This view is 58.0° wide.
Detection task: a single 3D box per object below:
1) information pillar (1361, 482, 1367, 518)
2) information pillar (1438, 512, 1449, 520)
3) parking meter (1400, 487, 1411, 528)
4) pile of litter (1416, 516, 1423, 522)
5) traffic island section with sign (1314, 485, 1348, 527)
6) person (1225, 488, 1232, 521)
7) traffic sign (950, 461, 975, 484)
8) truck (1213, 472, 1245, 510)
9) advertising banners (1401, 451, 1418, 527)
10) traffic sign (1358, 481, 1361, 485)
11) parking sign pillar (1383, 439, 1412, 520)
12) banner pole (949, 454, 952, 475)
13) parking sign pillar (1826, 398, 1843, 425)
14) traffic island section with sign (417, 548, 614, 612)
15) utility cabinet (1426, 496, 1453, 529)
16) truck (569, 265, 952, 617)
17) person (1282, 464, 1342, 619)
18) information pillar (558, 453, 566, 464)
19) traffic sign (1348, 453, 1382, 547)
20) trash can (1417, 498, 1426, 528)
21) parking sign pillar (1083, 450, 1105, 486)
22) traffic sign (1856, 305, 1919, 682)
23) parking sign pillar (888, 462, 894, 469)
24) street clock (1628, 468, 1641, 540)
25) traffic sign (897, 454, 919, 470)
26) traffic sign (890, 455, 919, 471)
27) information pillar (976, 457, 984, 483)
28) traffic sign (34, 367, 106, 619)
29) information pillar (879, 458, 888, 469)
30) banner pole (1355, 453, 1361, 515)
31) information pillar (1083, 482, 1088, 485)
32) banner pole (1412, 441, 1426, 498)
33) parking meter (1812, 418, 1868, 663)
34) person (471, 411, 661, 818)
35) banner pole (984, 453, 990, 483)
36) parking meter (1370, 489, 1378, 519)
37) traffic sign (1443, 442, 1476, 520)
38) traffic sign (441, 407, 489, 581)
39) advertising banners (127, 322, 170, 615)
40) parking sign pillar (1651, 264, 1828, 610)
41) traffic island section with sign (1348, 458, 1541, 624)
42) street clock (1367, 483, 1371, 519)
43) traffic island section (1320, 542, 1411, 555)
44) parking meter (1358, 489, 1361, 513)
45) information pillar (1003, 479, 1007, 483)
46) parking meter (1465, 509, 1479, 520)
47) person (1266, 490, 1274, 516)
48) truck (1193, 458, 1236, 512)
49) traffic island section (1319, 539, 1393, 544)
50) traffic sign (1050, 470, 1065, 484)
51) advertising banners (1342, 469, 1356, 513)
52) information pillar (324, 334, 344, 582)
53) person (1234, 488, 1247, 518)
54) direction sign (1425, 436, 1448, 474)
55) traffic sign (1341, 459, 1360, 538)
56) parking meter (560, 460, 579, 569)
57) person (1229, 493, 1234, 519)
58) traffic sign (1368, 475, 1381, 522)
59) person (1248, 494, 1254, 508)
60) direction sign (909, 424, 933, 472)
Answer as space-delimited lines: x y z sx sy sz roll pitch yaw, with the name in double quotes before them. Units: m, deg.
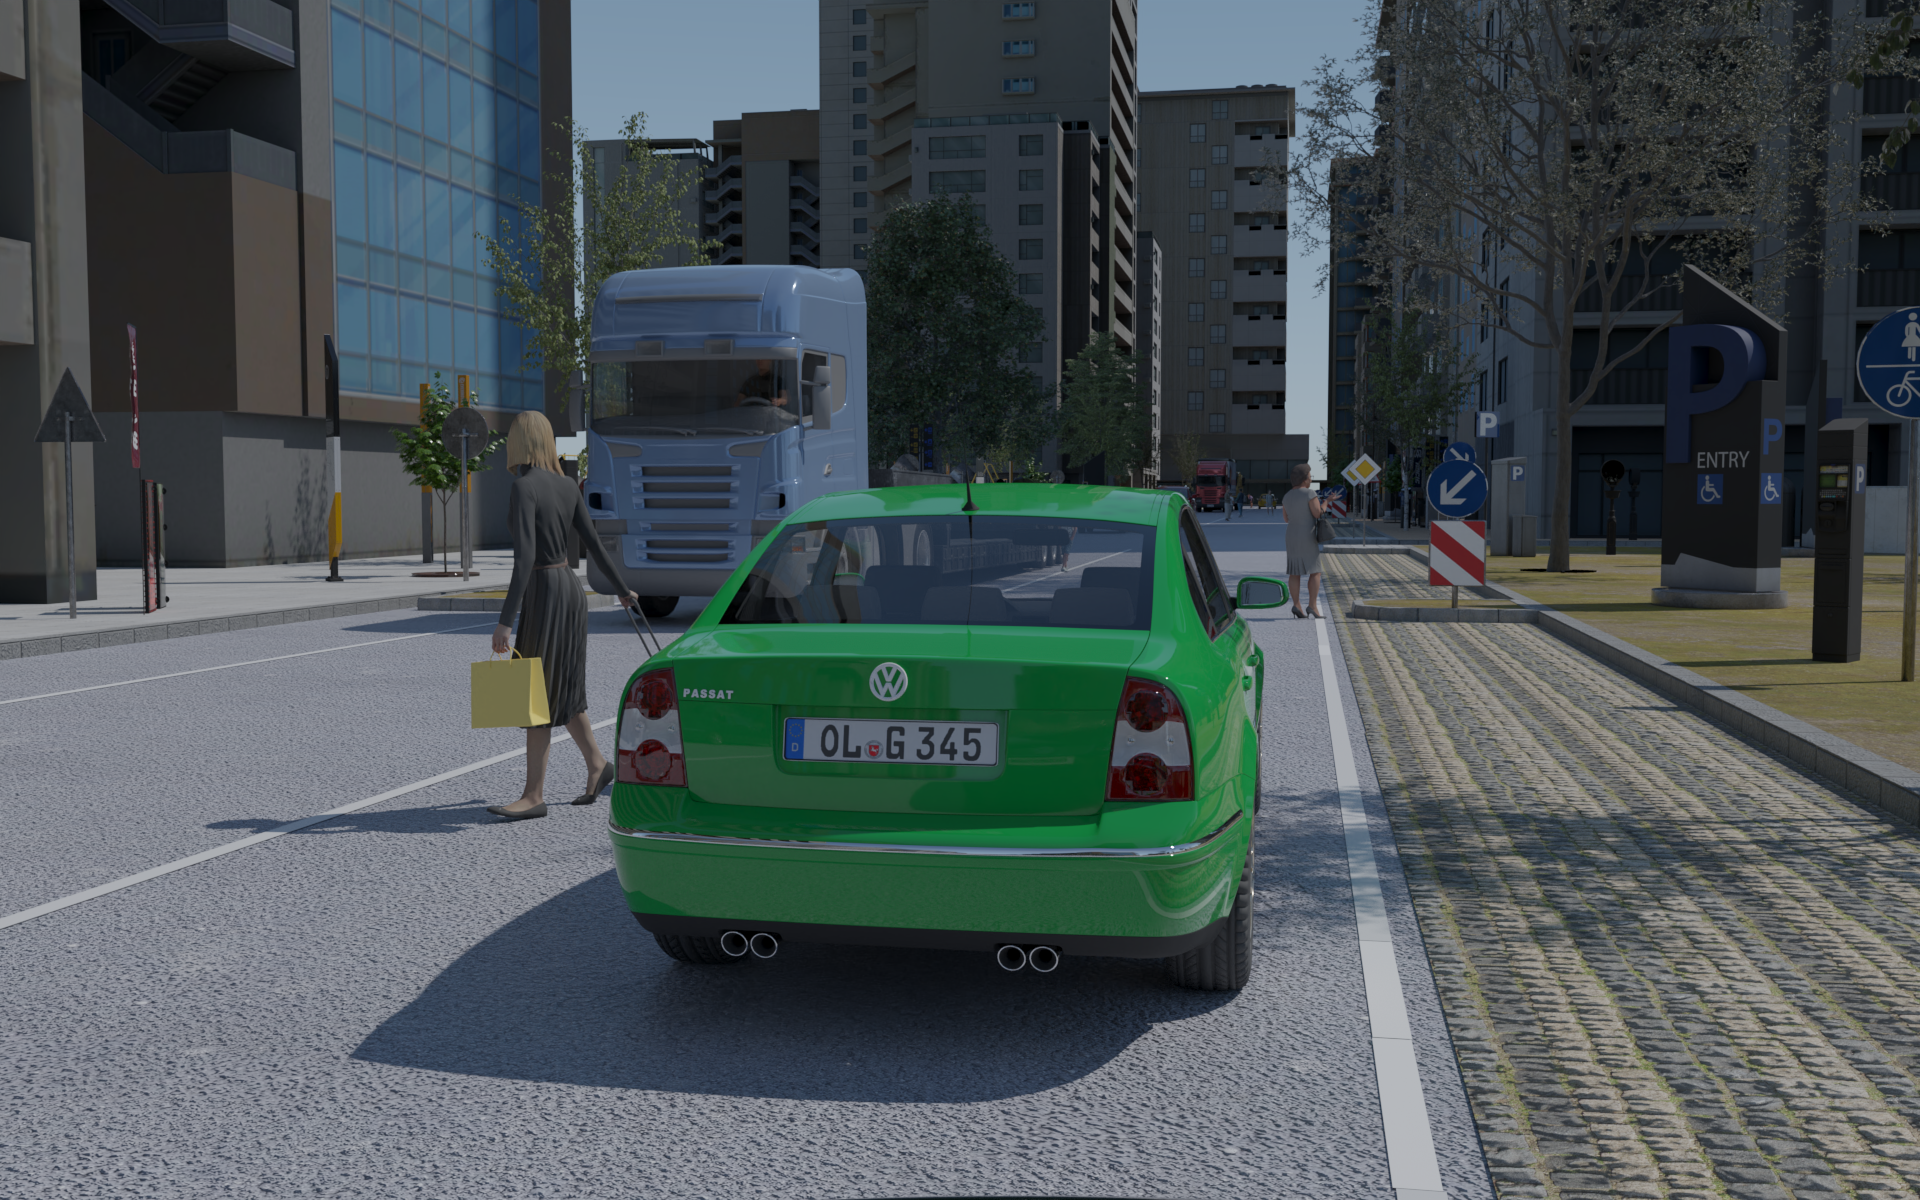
"information pillar" 21.832 -5.448 93.574 0.304 2.012 0.304 1 4 9
"information pillar" 14.240 -2.844 50.990 0.304 2.012 0.304 1 4 20
"parking meter" 16.690 -3.451 64.841 0.372 1.533 0.369 0 3 0
"pile of litter" 21.430 -4.005 79.452 1.176 0.858 1.719 3 5 40
"traffic island section with sign" 16.265 -4.055 74.920 1.989 1.847 2.006 1 4 11
"person" 14.172 -5.045 91.528 0.362 1.759 0.519 1 4 20
"traffic sign" 0.072 -2.978 52.325 0.795 2.450 0.064 1 4 11
"truck" 23.780 -9.696 154.450 3.469 3.379 9.791 1 4 11
"advertising banners" 17.913 -4.458 69.081 0.090 3.025 2.074 0 4 -2
"traffic sign" 23.581 -6.176 100.983 0.884 2.594 0.081 1 4 15
"parking sign pillar" 21.495 -5.899 84.924 1.447 3.967 1.447 -2 4 -27
"banner pole" -0.517 -6.429 95.123 0.401 3.779 0.863 1 4 11
"parking sign pillar" 17.600 -2.869 35.387 1.447 3.967 1.447 1 4 16
"traffic island section with sign" -5.521 -0.820 22.040 1.989 1.847 2.006 1 4 11
"utility cabinet" 17.695 -3.219 63.788 1.020 1.237 0.306 0 4 -2
"truck" -0.979 -2.254 26.613 2.967 4.110 18.799 1 4 13
"person" 4.061 -0.675 19.887 0.532 1.782 0.716 -3 4 -36
"information pillar" -22.512 -6.520 97.963 0.504 3.616 0.183 1 4 8
"traffic sign" 9.873 -2.362 42.268 0.795 2.450 0.064 1 4 11
"trash can" 17.750 -3.320 65.933 0.748 1.137 0.748 0 3 0
"parking sign pillar" 8.222 -7.219 106.503 1.447 3.967 1.447 0 4 -5
"traffic sign" 6.497 -0.715 11.795 0.768 2.556 0.104 1 4 19
"parking sign pillar" -4.181 -7.233 106.726 1.447 3.967 1.447 -1 4 -17
"street clock" 18.713 -2.662 48.098 0.358 2.002 0.471 1 4 9
"traffic sign" -1.680 -3.360 55.050 0.768 2.556 0.104 1 4 11
"traffic sign" -1.455 -2.498 44.487 0.795 2.450 0.064 1 4 11
"information pillar" 0.972 -5.744 85.268 0.183 3.616 0.504 3 5 43
"traffic sign" -9.129 -1.086 17.753 0.884 2.594 0.081 1 4 16
"information pillar" -3.230 -4.986 72.874 0.183 3.616 0.504 -3 5 -44
"banner pole" 24.532 -7.117 106.383 0.401 3.779 0.863 -1 4 -16
"information pillar" 7.497 -6.075 103.825 0.304 2.012 0.304 0 4 5
"banner pole" 21.711 -5.605 81.666 0.863 3.779 0.401 -1 4 -14
"parking meter" 6.738 -0.462 13.266 0.255 1.863 0.399 3 5 45
"person" -1.567 0.045 7.986 1.509 1.804 0.699 -3 4 -38
"banner pole" 1.558 -7.092 105.966 0.863 3.779 0.401 -2 4 -30
"parking meter" 21.164 -4.905 88.604 0.372 1.533 0.369 0 3 0
"traffic sign" 12.132 -2.569 42.108 0.768 2.556 0.104 1 4 13
"traffic sign" -7.264 -1.547 25.394 0.768 2.556 0.104 1 4 15
"advertising banners" -8.785 -1.378 18.724 0.090 3.025 2.074 -1 4 -17
"parking sign pillar" 8.723 -1.916 19.800 1.447 3.967 1.447 -2 4 -28
"traffic island section with sign" 5.594 -0.704 20.133 1.989 1.847 2.006 1 4 11
"street clock" 20.773 -5.092 87.829 0.358 2.002 0.471 1 4 11
"traffic island section" 9.898 -1.227 42.340 2.009 0.180 2.903 1 4 11
"parking meter" 27.214 -6.850 117.713 0.255 1.863 0.399 1 4 15
"information pillar" 2.115 -4.952 85.458 0.304 2.012 0.304 2 4 31
"parking meter" 15.976 -2.960 54.101 0.399 1.863 0.255 3 4 37
"person" 19.991 -6.260 111.858 0.512 1.701 0.522 -1 4 -18
"truck" 20.457 -9.148 138.475 2.839 4.237 11.283 1 4 13
"traffic island section" 11.425 -1.706 50.178 2.009 0.180 2.903 1 4 11
"traffic sign" 5.130 -5.583 91.392 0.768 2.556 0.104 1 4 15
"advertising banners" 26.897 -7.563 119.849 0.090 3.025 2.074 3 4 38
"information pillar" -9.155 -2.076 25.297 0.183 3.616 0.504 -2 4 -33
"person" 17.102 -5.913 105.533 0.721 1.781 0.623 3 5 45
"direction sign" 18.717 -4.652 68.054 0.876 3.537 0.379 0 4 1
"traffic sign" 11.400 -2.842 50.106 0.795 2.450 0.064 1 4 11
"parking meter" -6.717 -1.470 29.739 0.255 1.863 0.399 -2 4 -29
"person" 15.549 -5.436 99.969 0.503 1.515 0.523 0 4 2
"traffic sign" 19.154 -4.927 80.565 0.884 2.594 0.081 1 4 17
"person" 29.955 -10.204 178.564 0.697 1.427 0.421 -2 4 -31
"direction sign" -1.253 -3.920 56.086 0.876 3.537 0.379 2 4 30
